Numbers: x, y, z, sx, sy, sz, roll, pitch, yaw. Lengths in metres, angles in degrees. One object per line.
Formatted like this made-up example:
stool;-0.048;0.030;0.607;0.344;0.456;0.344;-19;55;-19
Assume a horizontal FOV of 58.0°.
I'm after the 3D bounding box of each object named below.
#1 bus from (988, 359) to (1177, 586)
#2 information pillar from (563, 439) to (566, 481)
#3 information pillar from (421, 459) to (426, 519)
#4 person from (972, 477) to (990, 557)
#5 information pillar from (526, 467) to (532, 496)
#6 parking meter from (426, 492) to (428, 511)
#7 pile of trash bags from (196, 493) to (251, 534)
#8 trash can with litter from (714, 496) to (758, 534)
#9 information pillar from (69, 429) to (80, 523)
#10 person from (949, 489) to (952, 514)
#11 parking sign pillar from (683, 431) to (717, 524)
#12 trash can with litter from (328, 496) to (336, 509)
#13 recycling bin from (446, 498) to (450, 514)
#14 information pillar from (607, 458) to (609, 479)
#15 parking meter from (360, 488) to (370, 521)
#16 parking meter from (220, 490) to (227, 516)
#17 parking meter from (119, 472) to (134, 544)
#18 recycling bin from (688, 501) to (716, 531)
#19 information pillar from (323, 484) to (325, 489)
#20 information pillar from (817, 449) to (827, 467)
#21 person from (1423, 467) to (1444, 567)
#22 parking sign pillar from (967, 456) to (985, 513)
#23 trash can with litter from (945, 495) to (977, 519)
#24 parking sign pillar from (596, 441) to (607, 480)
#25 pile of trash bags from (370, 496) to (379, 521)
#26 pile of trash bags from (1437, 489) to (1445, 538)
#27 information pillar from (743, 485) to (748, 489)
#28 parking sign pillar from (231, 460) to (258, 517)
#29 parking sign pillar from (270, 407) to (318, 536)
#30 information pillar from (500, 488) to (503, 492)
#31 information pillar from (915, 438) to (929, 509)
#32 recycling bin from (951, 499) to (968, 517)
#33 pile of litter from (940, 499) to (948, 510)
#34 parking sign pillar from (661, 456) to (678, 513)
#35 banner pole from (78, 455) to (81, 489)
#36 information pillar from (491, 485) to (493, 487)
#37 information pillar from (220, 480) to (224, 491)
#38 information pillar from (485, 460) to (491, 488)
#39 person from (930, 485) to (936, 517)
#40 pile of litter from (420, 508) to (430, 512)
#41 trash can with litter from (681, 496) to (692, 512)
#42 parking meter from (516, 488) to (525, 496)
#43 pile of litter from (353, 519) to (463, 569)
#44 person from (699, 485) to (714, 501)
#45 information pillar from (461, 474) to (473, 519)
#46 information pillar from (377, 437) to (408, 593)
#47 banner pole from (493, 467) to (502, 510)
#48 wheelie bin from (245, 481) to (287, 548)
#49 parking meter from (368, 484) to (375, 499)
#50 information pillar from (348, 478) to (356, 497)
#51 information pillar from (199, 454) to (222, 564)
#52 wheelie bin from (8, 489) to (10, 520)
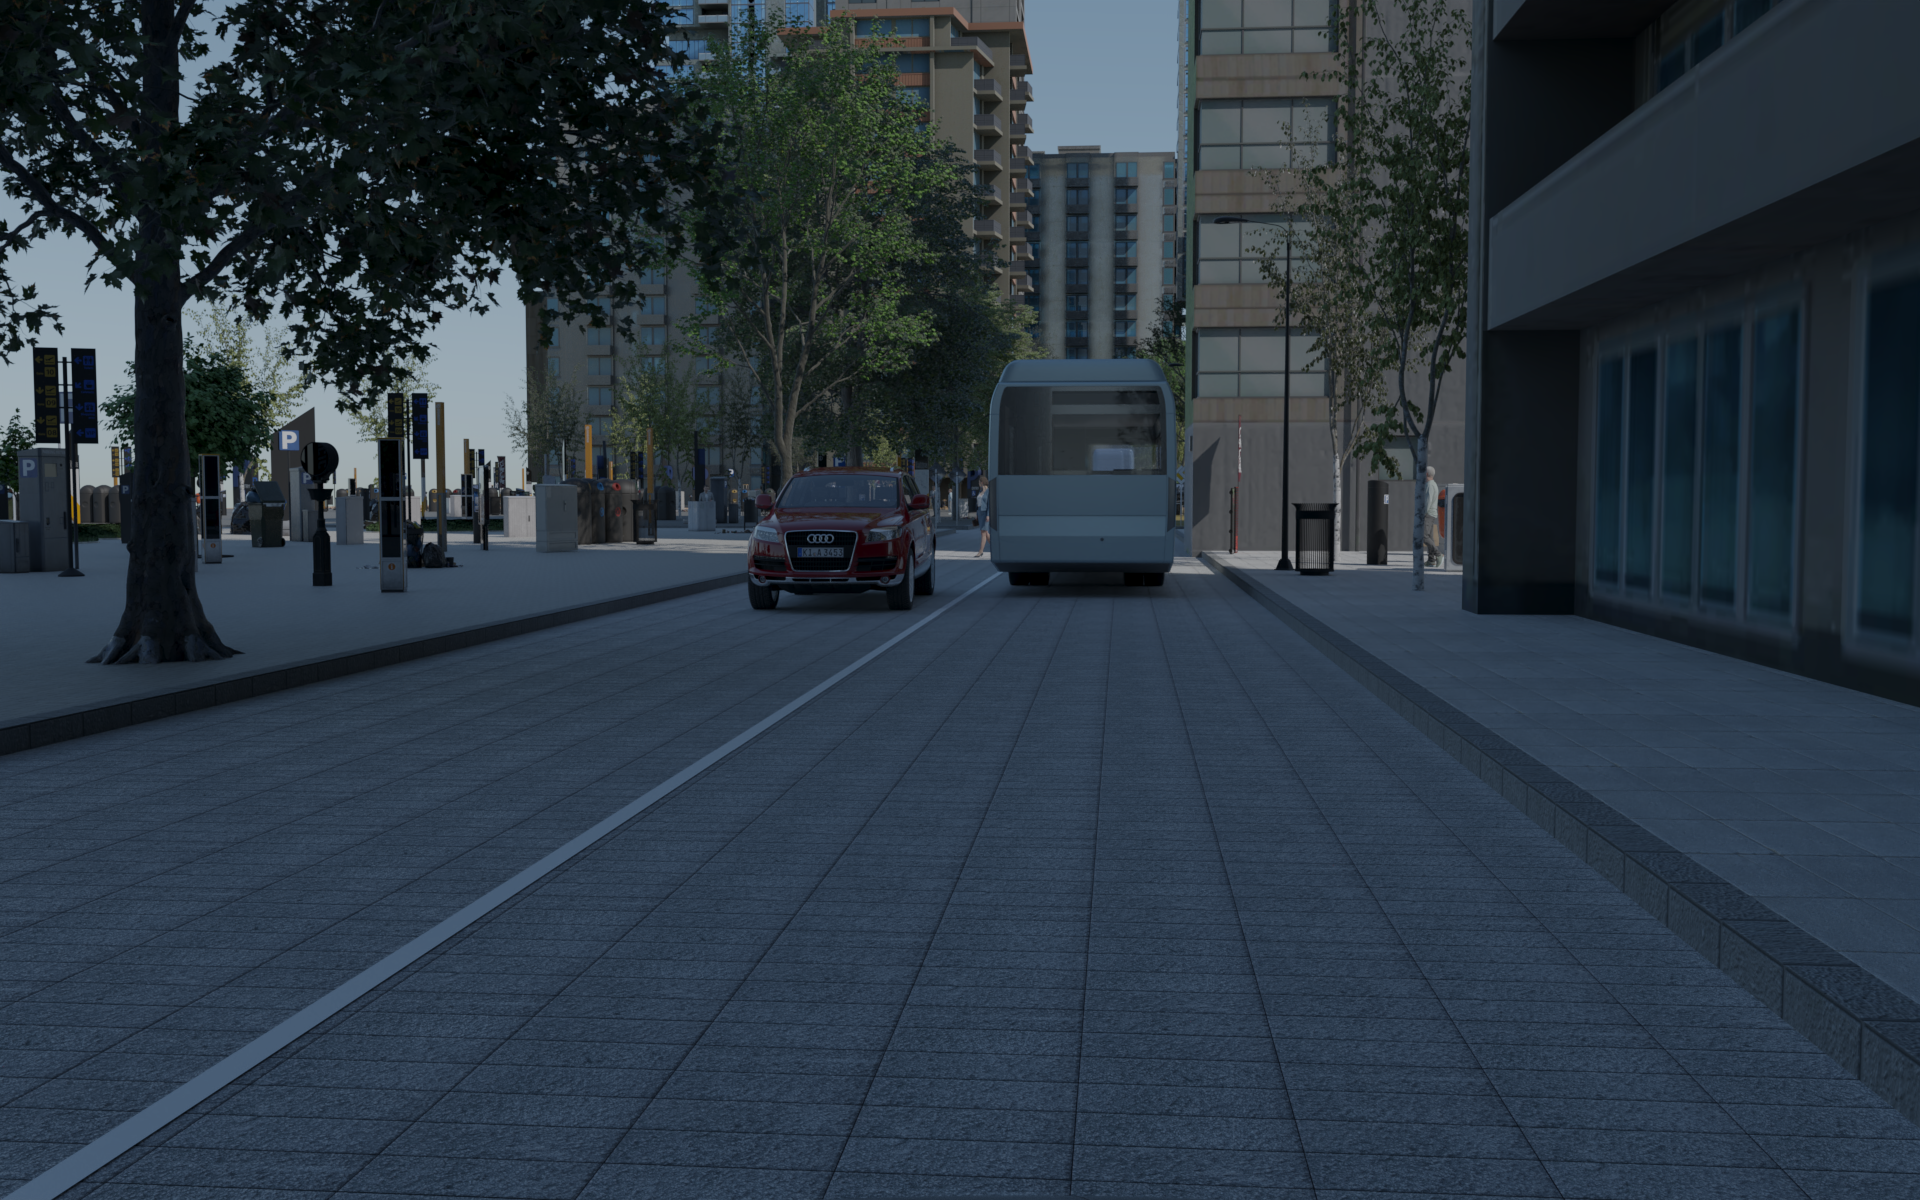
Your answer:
bus;2.274;-2.163;30.229;2.948;3.499;13.247;0;4;5
information pillar;-16.844;-5.044;73.821;0.183;3.616;0.504;-1;4;-20
information pillar;-26.828;-5.823;86.567;0.183;3.616;0.504;0;3;0
person;0.597;-1.882;39.293;0.654;1.822;0.581;-1;4;-16
information pillar;-36.473;-9.490;146.510;0.504;3.616;0.183;-1;4;-13
parking meter;-40.745;-7.554;131.912;0.372;1.533;0.369;0;3;0
pile of trash bags;-24.200;-2.793;55.420;3.447;1.369;1.912;-1;4;-10
trash can with litter;-7.258;-2.805;56.924;2.233;1.210;1.678;-3;5;-42
information pillar;-29.258;-4.025;57.163;0.183;3.616;0.504;0;4;7
person;-0.598;-6.227;109.664;0.330;1.601;0.589;1;4;10
parking sign pillar;-11.204;-5.261;74.486;1.447;3.967;1.447;-1;4;-8
trash can with litter;-54.488;-8.542;150.716;2.233;1.210;1.678;0;4;5
recycling bin;-33.176;-6.152;113.134;0.722;1.027;0.722;-3;4;-38
information pillar;-22.872;-7.366;111.793;0.504;3.616;0.183;1;4;14
parking meter;-24.876;-3.915;72.418;0.372;1.533;0.369;0;3;0
parking meter;-44.090;-5.823;103.623;0.372;1.533;0.369;0;3;0
parking meter;-21.565;-2.398;44.926;0.399;1.863;0.255;1;4;10
recycling bin;-8.934;-2.898;59.935;0.722;1.027;0.722;-3;4;-37
information pillar;-48.726;-8.624;132.356;0.504;3.616;0.183;3;4;38
information pillar;-6.857;-5.791;86.040;0.504;3.616;0.183;-2;4;-27
person;8.330;-1.472;30.594;0.515;1.767;0.782;1;4;19
parking sign pillar;1.065;-7.829;116.471;1.447;3.967;1.447;-3;5;-42
trash can with litter;0.334;-4.816;89.798;2.233;1.210;1.678;1;4;9
parking sign pillar;-17.879;-6.000;86.569;1.447;3.967;1.447;-1;4;-14
pile of trash bags;-27.441;-4.483;83.052;1.912;1.369;3.447;-1;4;-18
pile of trash bags;10.288;-1.428;33.106;3.447;1.369;1.912;-3;4;-38
information pillar;-16.482;-7.876;133.271;0.304;2.012;0.304;1;4;17
parking sign pillar;-36.037;-6.046;87.327;1.447;3.967;1.447;2;4;23
parking sign pillar;-20.525;-3.971;53.396;1.447;3.967;1.447;-1;4;-14
information pillar;-39.182;-9.593;148.201;0.183;3.616;0.504;2;4;29
information pillar;-1.312;-4.124;58.785;0.504;3.616;0.183;1;4;13
recycling bin;-0.020;-5.054;95.183;0.722;1.027;0.722;-1;4;-23
pile of litter;-1.437;-7.917;143.409;1.176;0.858;1.719;-3;5;-45
parking sign pillar;-20.087;-7.971;118.796;1.447;3.967;1.447;0;4;7
banner pole;-49.941;-6.572;97.467;0.863;3.779;0.401;0;4;-6
information pillar;-37.861;-8.275;139.789;0.304;2.012;0.304;2;4;30
information pillar;-63.054;-9.570;147.819;0.183;3.616;0.504;1;4;21
information pillar;-32.373;-7.795;118.798;0.504;3.616;0.183;-2;4;-35
person;-1.504;-5.666;98.883;0.606;1.804;0.583;1;4;22
pile of litter;-38.494;-6.671;123.031;1.719;0.858;1.176;-2;4;-29
trash can with litter;-19.966;-7.132;127.661;2.233;1.210;1.678;3;5;42
parking meter;-18.366;-3.912;72.376;0.372;1.533;0.369;0;3;0
pile of litter;-9.606;-0.994;30.212;1.719;0.858;1.176;0;4;-1
person;-9.951;-3.633;68.092;0.606;1.804;0.583;-1;4;-13
information pillar;-17.823;-3.555;62.616;0.304;2.012;0.304;3;5;40
information pillar;-7.409;-1.109;22.617;0.304;2.012;0.304;-1;4;-9
banner pole;-37.682;-9.259;141.393;0.863;3.779;0.401;0;4;-4
wheelie bin;-16.752;-2.069;41.744;0.693;1.594;0.980;2;4;34
parking meter;-33.799;-5.734;99.466;0.255;1.863;0.399;-3;4;-38
information pillar;-28.209;-4.643;80.398;0.304;2.012;0.304;-2;4;-32
information pillar;-13.799;-1.676;31.887;0.304;2.012;0.304;-2;4;-35
wheelie bin;-47.628;-4.824;86.772;0.693;1.594;0.980;-3;5;-44
